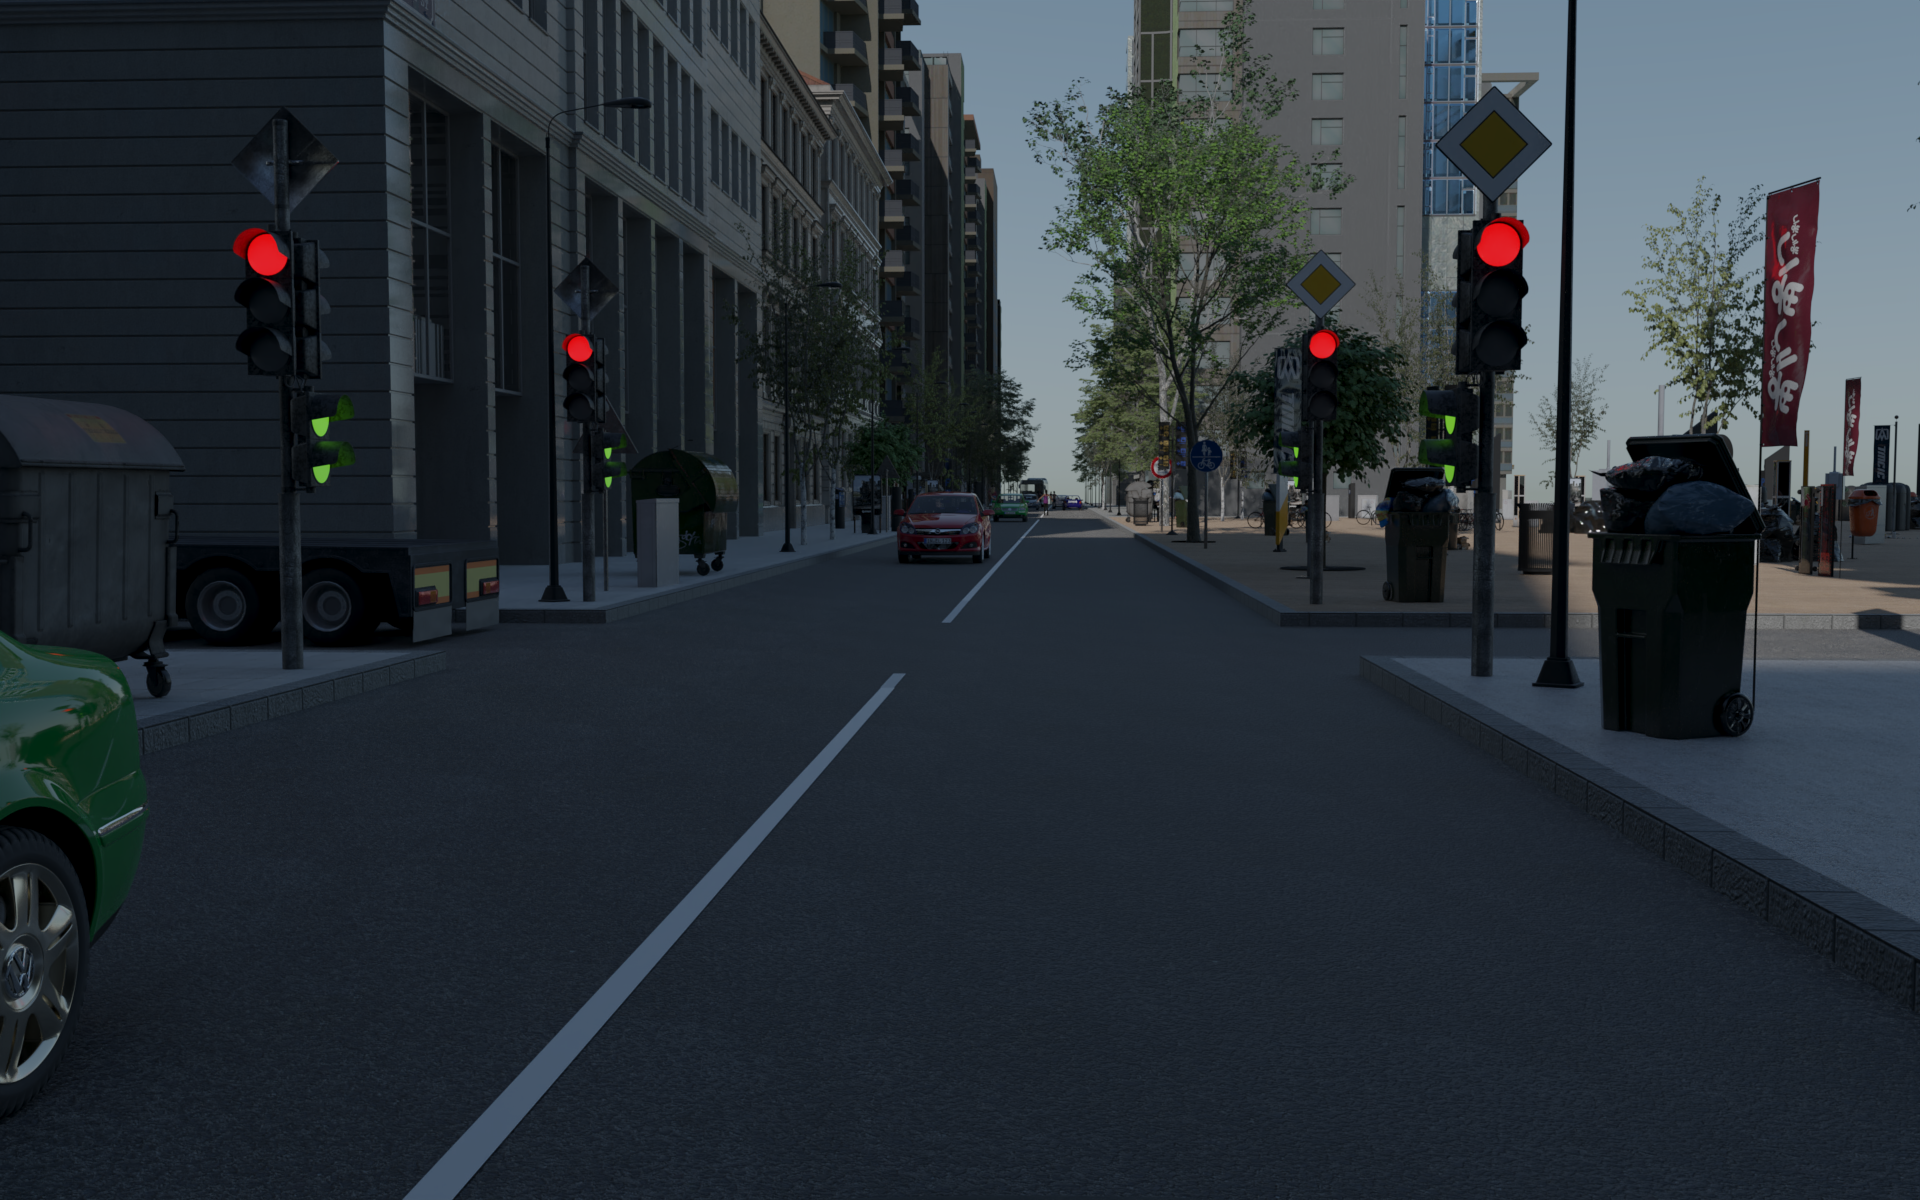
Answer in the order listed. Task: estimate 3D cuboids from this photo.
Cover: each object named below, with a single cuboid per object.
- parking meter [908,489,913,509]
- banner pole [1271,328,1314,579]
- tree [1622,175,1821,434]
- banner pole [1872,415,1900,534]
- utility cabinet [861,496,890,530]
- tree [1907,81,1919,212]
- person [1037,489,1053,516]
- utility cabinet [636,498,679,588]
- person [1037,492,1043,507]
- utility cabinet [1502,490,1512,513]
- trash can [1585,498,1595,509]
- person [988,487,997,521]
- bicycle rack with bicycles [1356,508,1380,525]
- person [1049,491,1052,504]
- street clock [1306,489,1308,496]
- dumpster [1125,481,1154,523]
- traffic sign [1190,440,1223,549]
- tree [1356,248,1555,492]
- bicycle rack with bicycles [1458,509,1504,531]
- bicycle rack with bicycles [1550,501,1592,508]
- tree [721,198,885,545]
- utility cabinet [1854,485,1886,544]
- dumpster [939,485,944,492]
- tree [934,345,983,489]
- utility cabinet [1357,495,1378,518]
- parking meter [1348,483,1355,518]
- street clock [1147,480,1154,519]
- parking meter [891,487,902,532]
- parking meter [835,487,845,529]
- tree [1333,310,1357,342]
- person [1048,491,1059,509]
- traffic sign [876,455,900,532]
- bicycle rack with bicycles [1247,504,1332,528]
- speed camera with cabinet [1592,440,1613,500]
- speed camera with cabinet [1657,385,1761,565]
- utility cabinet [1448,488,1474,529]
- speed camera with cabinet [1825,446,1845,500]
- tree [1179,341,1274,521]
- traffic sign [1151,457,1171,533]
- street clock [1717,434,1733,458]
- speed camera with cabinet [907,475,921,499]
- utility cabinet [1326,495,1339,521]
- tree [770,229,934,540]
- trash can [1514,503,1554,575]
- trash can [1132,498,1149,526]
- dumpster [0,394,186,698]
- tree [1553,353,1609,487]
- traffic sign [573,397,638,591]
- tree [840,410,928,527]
[{"bbox_3d":[-2.356,-4.646,84.380,0.372,1.533,0.369,0,3,0],"label":"parking meter"},{"bbox_3d":[5.100,-2.213,26.203,0.863,3.779,0.401,-1,4,-16],"label":"banner pole"},{"bbox_3d":[17.819,-5.542,40.966,4.737,8.622,4.395,0,3,0],"label":"tree"},{"bbox_3d":[29.510,-3.984,55.162,0.863,3.779,0.401,3,4,36],"label":"banner pole"},{"bbox_3d":[-2.988,-3.068,61.318,1.020,1.237,0.306,0,4,8],"label":"utility cabinet"},{"bbox_3d":[17.501,-4.763,28.245,4.737,8.622,4.395,0,3,0],"label":"tree"},{"bbox_3d":[5.690,-6.502,115.495,1.217,1.739,0.721,-2,4,-30],"label":"person"},{"bbox_3d":[-4.231,-0.801,24.252,0.306,1.237,1.020,1,4,9],"label":"utility cabinet"},{"bbox_3d":[7.755,-9.658,167.872,0.593,1.643,0.415,-3,5,-40],"label":"person"},{"bbox_3d":[27.878,-4.865,88.221,0.318,1.500,1.173,2,4,27],"label":"utility cabinet"},{"bbox_3d":[25.538,-3.603,70.558,0.748,1.137,0.748,0,3,0],"label":"trash can"},{"bbox_3d":[1.725,-5.222,93.855,0.580,1.828,0.573,2,4,31],"label":"person"},{"bbox_3d":[17.843,-3.557,71.543,2.925,0.926,2.852,1,4,20],"label":"bicycle rack with bicycles"},{"bbox_3d":[12.687,-14.211,240.859,1.348,1.822,0.705,-2,4,-35],"label":"person"},{"bbox_3d":[16.646,-4.770,82.567,0.358,2.002,0.471,1,4,20],"label":"street clock"},{"bbox_3d":[8.121,-4.444,78.411,1.264,1.857,1.865,0,4,3],"label":"dumpster"},{"bbox_3d":[5.771,-2.477,40.601,0.768,2.556,0.104,1,4,12],"label":"traffic sign"},{"bbox_3d":[14.224,-6.076,49.707,4.360,8.622,3.978,0,3,0],"label":"tree"},{"bbox_3d":[17.863,-2.897,60.747,2.925,0.926,2.852,-1,4,-22],"label":"bicycle rack with bicycles"},{"bbox_3d":[30.882,-4.522,87.316,2.852,0.926,2.925,2,4,30],"label":"bicycle rack with bicycles"},{"bbox_3d":[-3.905,-5.679,43.210,4.360,8.622,3.978,0,3,0],"label":"tree"},{"bbox_3d":[23.177,-2.169,44.143,1.173,1.500,0.318,-3,5,-40],"label":"utility cabinet"},{"bbox_3d":[-1.421,-4.595,80.893,1.264,1.857,1.865,0,4,3],"label":"dumpster"},{"bbox_3d":[-1.208,-8.222,84.789,4.737,8.622,4.395,0,3,0],"label":"tree"},{"bbox_3d":[21.610,-4.931,91.783,1.020,1.237,0.306,2,4,25],"label":"utility cabinet"},{"bbox_3d":[20.703,-5.250,91.549,0.255,1.863,0.399,-1,4,-9],"label":"parking meter"},{"bbox_3d":[9.734,-5.127,88.394,0.471,2.002,0.358,2,4,25],"label":"street clock"},{"bbox_3d":[-2.167,-3.109,59.236,0.372,1.533,0.369,0,3,0],"label":"parking meter"},{"bbox_3d":[-4.448,-3.405,64.088,0.372,1.533,0.369,0,3,0],"label":"parking meter"},{"bbox_3d":[14.003,-6.433,55.534,4.360,8.622,3.978,0,3,0],"label":"tree"},{"bbox_3d":[8.916,-9.522,164.897,1.217,1.736,0.721,-2,4,-26],"label":"person"},{"bbox_3d":[-2.450,-3.539,57.861,0.884,2.594,0.081,1,4,10],"label":"traffic sign"},{"bbox_3d":[12.519,-3.158,65.020,2.925,0.926,2.852,2,4,26],"label":"bicycle rack with bicycles"},{"bbox_3d":[24.053,-4.261,64.003,0.660,3.252,2.038,3,5,44],"label":"speed camera with cabinet"},{"bbox_3d":[13.426,-2.274,31.511,2.038,3.252,0.660,1,4,12],"label":"speed camera with cabinet"},{"bbox_3d":[18.046,-3.301,62.645,0.318,1.500,1.173,-2,4,-25],"label":"utility cabinet"},{"bbox_3d":[36.865,-4.718,71.468,2.038,3.252,0.660,3,4,37],"label":"speed camera with cabinet"},{"bbox_3d":[12.287,-7.981,80.855,4.360,8.622,3.978,0,3,0],"label":"tree"},{"bbox_3d":[6.726,-3.520,57.651,0.768,2.556,0.104,1,4,13],"label":"traffic sign"},{"bbox_3d":[9.084,-1.002,20.947,0.358,2.002,0.471,-1,4,-13],"label":"street clock"},{"bbox_3d":[-2.119,-5.813,89.385,0.660,3.252,2.038,1,4,21],"label":"speed camera with cabinet"},{"bbox_3d":[17.679,-4.376,82.713,1.020,1.237,0.306,-3,5,-41],"label":"utility cabinet"},{"bbox_3d":[-3.577,-6.027,48.903,4.737,8.622,4.395,0,3,0],"label":"tree"},{"bbox_3d":[9.197,-0.972,27.541,0.748,1.137,0.748,0,3,0],"label":"trash can"},{"bbox_3d":[7.270,-3.546,69.635,0.748,1.137,0.748,0,3,0],"label":"trash can"},{"bbox_3d":[-5.595,-0.271,10.194,1.264,1.857,1.865,0,4,3],"label":"dumpster"},{"bbox_3d":[32.215,-8.614,91.208,4.360,8.622,3.978,0,3,0],"label":"tree"},{"bbox_3d":[-4.681,-1.397,22.841,0.884,2.594,0.081,0,4,6],"label":"traffic sign"},{"bbox_3d":[-2.969,-5.115,67.340,4.285,4.588,4.351,0,3,0],"label":"tree"}]
